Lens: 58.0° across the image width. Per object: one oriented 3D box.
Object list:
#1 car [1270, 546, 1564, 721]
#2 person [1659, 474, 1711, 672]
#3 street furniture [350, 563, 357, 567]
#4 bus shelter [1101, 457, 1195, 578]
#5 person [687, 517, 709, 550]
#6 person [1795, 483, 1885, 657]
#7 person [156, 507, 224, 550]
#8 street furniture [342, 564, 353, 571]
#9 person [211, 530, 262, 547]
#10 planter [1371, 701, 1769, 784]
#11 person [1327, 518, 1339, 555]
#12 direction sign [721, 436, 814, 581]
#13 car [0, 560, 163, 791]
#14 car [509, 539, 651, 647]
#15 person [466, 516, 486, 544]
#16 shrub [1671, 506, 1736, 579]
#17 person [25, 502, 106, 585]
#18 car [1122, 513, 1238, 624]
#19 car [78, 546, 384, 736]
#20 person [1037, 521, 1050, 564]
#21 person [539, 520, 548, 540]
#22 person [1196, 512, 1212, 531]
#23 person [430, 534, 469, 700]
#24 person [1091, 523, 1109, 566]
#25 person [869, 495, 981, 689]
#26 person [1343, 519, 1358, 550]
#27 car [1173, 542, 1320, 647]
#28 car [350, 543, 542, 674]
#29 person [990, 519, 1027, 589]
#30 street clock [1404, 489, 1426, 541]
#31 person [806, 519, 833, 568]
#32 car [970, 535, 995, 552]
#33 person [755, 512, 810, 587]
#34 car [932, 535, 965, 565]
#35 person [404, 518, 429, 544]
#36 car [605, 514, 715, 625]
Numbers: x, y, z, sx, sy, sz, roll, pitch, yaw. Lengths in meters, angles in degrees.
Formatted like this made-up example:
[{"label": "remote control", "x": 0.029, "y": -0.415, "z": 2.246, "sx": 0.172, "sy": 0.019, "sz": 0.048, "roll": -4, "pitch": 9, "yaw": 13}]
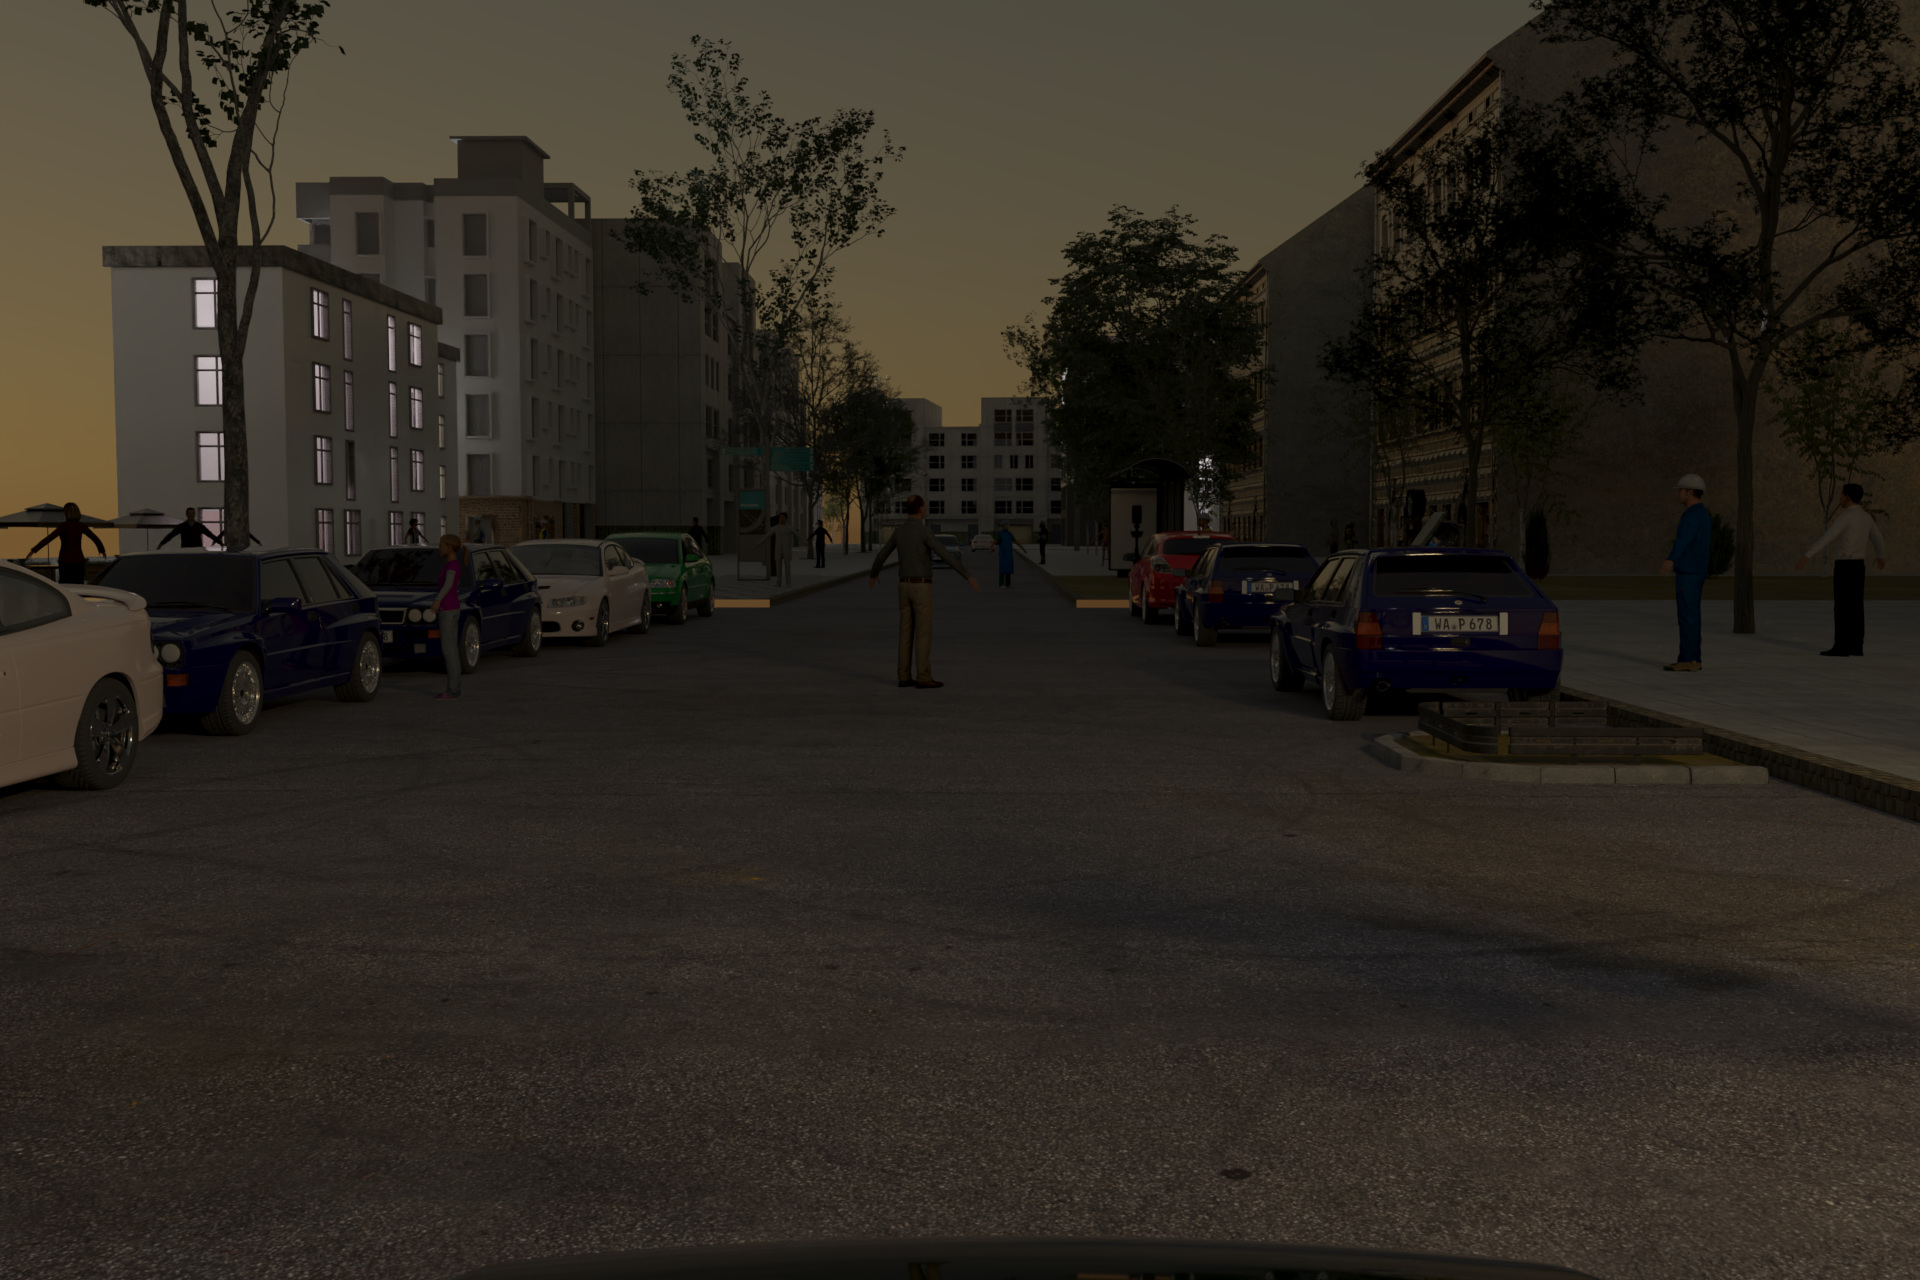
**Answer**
[{"label": "car", "x": 3.708, "y": -0.125, "z": 14.617, "sx": 1.945, "sy": 1.354, "sz": 3.894, "roll": 0, "pitch": 4, "yaw": 1}, {"label": "person", "x": 6.824, "y": -0.635, "z": 16.266, "sx": 0.705, "sy": 1.842, "sz": 1.347, "roll": 2, "pitch": 4, "yaw": 33}, {"label": "street furniture", "x": -12.618, "y": -2.074, "z": 49.529, "sx": 10.072, "sy": 0.657, "sz": 5.734, "roll": 0, "pitch": 4, "yaw": -1}, {"label": "bus shelter", "x": 5.164, "y": -3.329, "z": 48.351, "sx": 2.014, "sy": 3.302, "sz": 5.546, "roll": 0, "pitch": 4, "yaw": 0}, {"label": "person", "x": -8.144, "y": -2.876, "z": 53.245, "sx": 0.704, "sy": 1.802, "sz": 1.346, "roll": 2, "pitch": 4, "yaw": 35}, {"label": "person", "x": 9.323, "y": -0.737, "z": 18.206, "sx": 1.344, "sy": 1.810, "sz": 0.704, "roll": -2, "pitch": 4, "yaw": -27}, {"label": "person", "x": -15.166, "y": -1.716, "z": 34.202, "sx": 1.346, "sy": 1.812, "sz": 0.704, "roll": -2, "pitch": 4, "yaw": -30}, {"label": "street furniture", "x": -13.225, "y": -1.531, "z": 40.666, "sx": 5.734, "sy": 0.657, "sz": 10.072, "roll": 3, "pitch": 4, "yaw": 38}, {"label": "person", "x": -19.541, "y": -2.482, "z": 46.767, "sx": 1.347, "sy": 1.806, "sz": 0.705, "roll": -3, "pitch": 4, "yaw": -36}, {"label": "planter", "x": 3.677, "y": 0.624, "z": 10.946, "sx": 1.991, "sy": 0.319, "sz": 1.994, "roll": 0, "pitch": 4, "yaw": 2}, {"label": "person", "x": 12.132, "y": -3.070, "z": 56.324, "sx": 0.705, "sy": 1.813, "sz": 1.348, "roll": 0, "pitch": 4, "yaw": 3}, {"label": "direction sign", "x": -5.249, "y": -3.625, "z": 48.024, "sx": 2.525, "sy": 3.948, "sz": 1.411, "roll": 0, "pitch": 4, "yaw": 2}, {"label": "car", "x": -5.710, "y": 0.241, "z": 8.421, "sx": 2.083, "sy": 1.381, "sz": 4.827, "roll": 0, "pitch": 4, "yaw": 1}, {"label": "car", "x": -5.424, "y": -0.683, "z": 23.528, "sx": 2.083, "sy": 1.381, "sz": 4.827, "roll": 0, "pitch": 4, "yaw": 1}, {"label": "person", "x": -15.094, "y": -2.954, "z": 54.156, "sx": 0.705, "sy": 1.847, "sz": 1.347, "roll": 0, "pitch": 4, "yaw": 8}, {"label": "shrub", "x": 21.198, "y": -2.768, "z": 49.294, "sx": 1.661, "sy": 2.075, "sz": 1.752, "roll": 0, "pitch": 3, "yaw": 0}, {"label": "person", "x": -12.579, "y": -1.078, "z": 24.435, "sx": 0.721, "sy": 1.729, "sz": 1.215, "roll": 2, "pitch": 4, "yaw": 28}, {"label": "car", "x": 3.828, "y": -1.217, "z": 28.936, "sx": 2.155, "sy": 1.783, "sz": 4.494, "roll": 0, "pitch": 4, "yaw": 1}, {"label": "car", "x": -5.908, "y": -0.057, "z": 13.517, "sx": 1.945, "sy": 1.354, "sz": 3.894, "roll": 0, "pitch": 4, "yaw": 1}, {"label": "person", "x": 3.478, "y": -4.143, "z": 73.511, "sx": 0.705, "sy": 1.856, "sz": 1.354, "roll": 0, "pitch": 4, "yaw": -6}, {"label": "person", "x": -14.186, "y": -3.194, "z": 58.682, "sx": 0.721, "sy": 1.772, "sz": 1.216, "roll": -1, "pitch": 4, "yaw": -17}, {"label": "person", "x": 4.498, "y": -1.448, "z": 32.105, "sx": 0.705, "sy": 1.833, "sz": 1.349, "roll": 0, "pitch": 4, "yaw": -5}, {"label": "person", "x": -4.500, "y": -0.204, "z": 15.061, "sx": 0.599, "sy": 1.433, "sz": 0.991, "roll": -1, "pitch": 4, "yaw": -11}, {"label": "person", "x": 5.839, "y": -3.812, "z": 69.126, "sx": 1.217, "sy": 1.733, "sz": 0.721, "roll": 0, "pitch": 4, "yaw": 7}, {"label": "person", "x": -0.394, "y": -0.456, "z": 16.176, "sx": 1.348, "sy": 1.796, "sz": 0.705, "roll": 3, "pitch": 5, "yaw": 40}, {"label": "person", "x": 15.209, "y": -3.770, "z": 67.405, "sx": 0.705, "sy": 1.858, "sz": 1.354, "roll": 0, "pitch": 4, "yaw": -2}, {"label": "car", "x": 3.889, "y": -0.658, "z": 23.337, "sx": 1.945, "sy": 1.354, "sz": 3.894, "roll": 0, "pitch": 4, "yaw": 1}, {"label": "car", "x": -5.813, "y": -0.387, "z": 18.913, "sx": 1.945, "sy": 1.354, "sz": 3.894, "roll": 0, "pitch": 4, "yaw": 1}, {"label": "person", "x": 1.219, "y": -2.256, "z": 45.474, "sx": 1.347, "sy": 1.817, "sz": 0.704, "roll": -3, "pitch": 5, "yaw": -44}, {"label": "street clock", "x": 7.359, "y": -1.434, "z": 28.010, "sx": 0.358, "sy": 2.002, "sz": 0.471, "roll": 0, "pitch": 4, "yaw": 1}, {"label": "person", "x": -5.294, "y": -3.637, "z": 65.393, "sx": 1.347, "sy": 1.837, "sz": 0.705, "roll": -3, "pitch": 5, "yaw": -44}, {"label": "car", "x": 1.869, "y": -7.806, "z": 139.985, "sx": 2.083, "sy": 1.381, "sz": 4.827, "roll": 0, "pitch": 4, "yaw": 0}, {"label": "person", "x": -4.277, "y": -2.181, "z": 41.849, "sx": 1.347, "sy": 1.806, "sz": 0.705, "roll": 0, "pitch": 4, "yaw": 7}, {"label": "car", "x": -0.795, "y": -3.735, "z": 73.074, "sx": 2.014, "sy": 1.417, "sz": 4.499, "roll": 0, "pitch": 4, "yaw": 1}, {"label": "person", "x": -18.725, "y": -3.267, "z": 59.567, "sx": 0.704, "sy": 1.843, "sz": 1.345, "roll": 1, "pitch": 4, "yaw": 19}, {"label": "car", "x": -5.202, "y": -1.219, "z": 28.732, "sx": 1.959, "sy": 1.807, "sz": 4.718, "roll": 0, "pitch": 4, "yaw": 1}]
